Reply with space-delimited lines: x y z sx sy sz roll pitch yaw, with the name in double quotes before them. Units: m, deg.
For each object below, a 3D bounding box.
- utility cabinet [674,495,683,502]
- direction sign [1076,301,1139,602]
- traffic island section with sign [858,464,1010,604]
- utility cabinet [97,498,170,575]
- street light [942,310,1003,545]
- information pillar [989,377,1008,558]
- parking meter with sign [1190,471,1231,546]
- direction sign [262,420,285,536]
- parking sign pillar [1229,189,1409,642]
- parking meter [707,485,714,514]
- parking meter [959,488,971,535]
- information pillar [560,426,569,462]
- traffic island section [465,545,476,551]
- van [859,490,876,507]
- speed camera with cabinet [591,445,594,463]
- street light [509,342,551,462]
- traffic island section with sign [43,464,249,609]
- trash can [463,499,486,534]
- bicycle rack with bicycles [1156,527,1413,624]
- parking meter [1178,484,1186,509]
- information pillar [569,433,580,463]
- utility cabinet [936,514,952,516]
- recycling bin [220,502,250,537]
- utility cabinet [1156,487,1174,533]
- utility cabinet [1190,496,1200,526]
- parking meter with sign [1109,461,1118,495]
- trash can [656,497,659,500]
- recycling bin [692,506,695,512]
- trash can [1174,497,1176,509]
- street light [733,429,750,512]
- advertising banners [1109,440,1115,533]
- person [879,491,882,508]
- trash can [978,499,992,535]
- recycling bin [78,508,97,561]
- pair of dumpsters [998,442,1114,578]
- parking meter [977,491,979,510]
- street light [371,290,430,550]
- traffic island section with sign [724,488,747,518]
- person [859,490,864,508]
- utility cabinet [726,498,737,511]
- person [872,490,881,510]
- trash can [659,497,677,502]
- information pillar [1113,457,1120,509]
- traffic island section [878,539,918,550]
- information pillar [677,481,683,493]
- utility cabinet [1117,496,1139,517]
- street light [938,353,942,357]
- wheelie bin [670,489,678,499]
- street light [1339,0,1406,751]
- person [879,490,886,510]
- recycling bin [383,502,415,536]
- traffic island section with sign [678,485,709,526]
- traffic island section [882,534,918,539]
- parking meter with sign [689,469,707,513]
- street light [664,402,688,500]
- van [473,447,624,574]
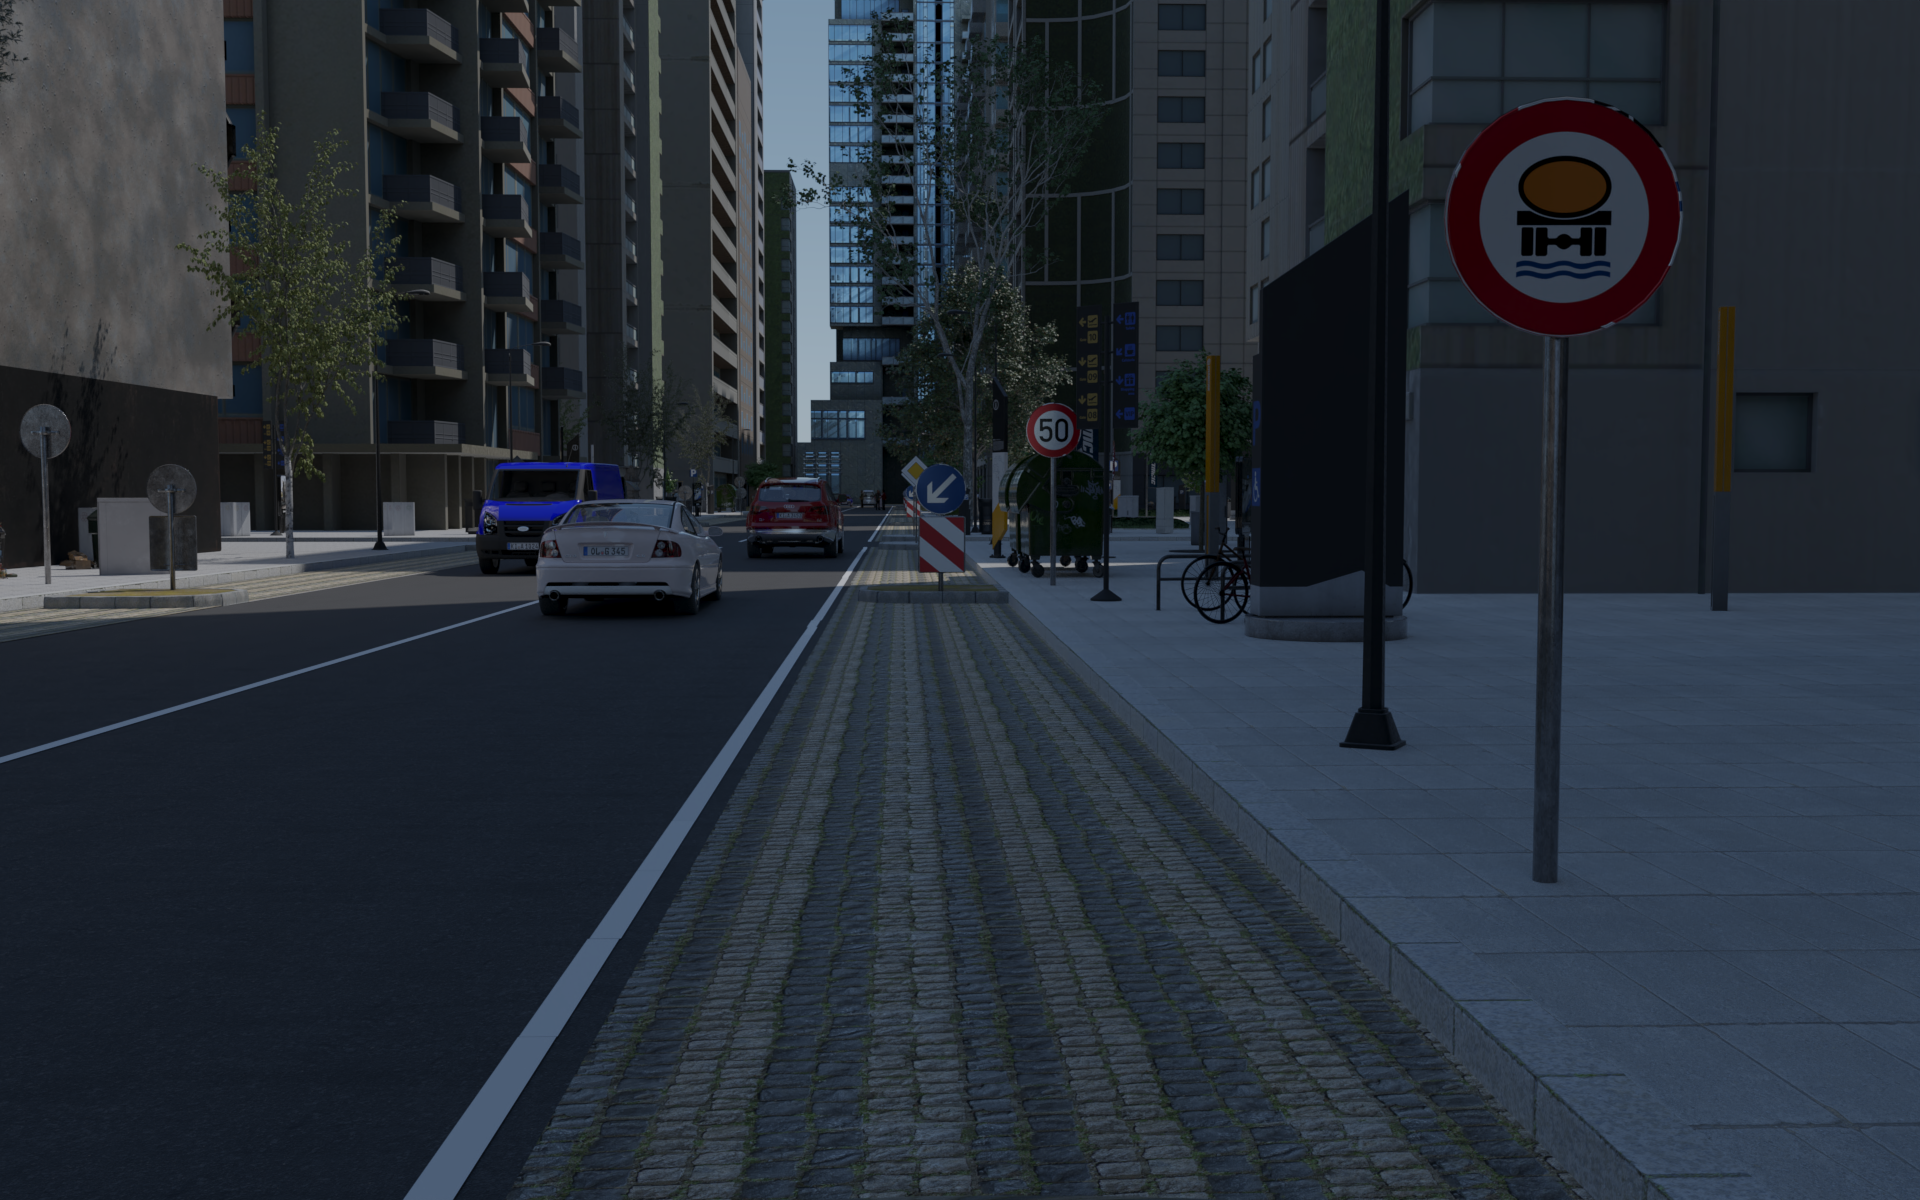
"utility cabinet" -15.625 -5.246 96.931 0.306 1.237 1.020 1 4 18
"direction sign" 1.757 -1.757 20.731 0.876 3.537 0.379 3 5 40
"traffic island section with sign" -0.379 -0.907 23.454 1.989 1.847 2.006 0 4 -2
"utility cabinet" -13.149 -1.004 27.580 1.020 1.237 0.306 -2 4 -24
"street light" 0.365 -4.359 43.819 1.470 5.913 1.316 0 4 -2
"information pillar" 0.792 -2.641 34.541 0.183 3.616 0.504 -2 4 -29
"parking meter with sign" 6.386 -2.903 43.726 0.543 3.016 1.738 2 4 33
"direction sign" -21.118 -3.755 53.387 0.876 3.537 0.379 1 4 23
"parking sign pillar" 3.306 -1.657 15.564 1.447 3.967 1.447 0 4 -2
"parking meter" -15.921 -6.414 110.581 0.255 1.863 0.399 3 5 39
"parking meter" 0.144 -2.788 53.998 0.372 1.533 0.369 0 3 0
"information pillar" -13.814 -4.208 60.150 0.183 3.616 0.504 -1 4 -17
"traffic island section" -11.510 -1.391 45.029 2.009 0.180 2.903 0 4 -2
"van" -9.818 -10.967 186.319 2.013 2.044 4.112 0 4 -2
"speed camera with cabinet" -14.414 -4.564 68.955 0.660 3.252 2.038 -1 4 -14
"street light" -13.192 -4.922 53.009 1.470 5.913 1.316 0 4 -2
"traffic island section with sign" -10.412 -0.845 22.438 1.989 1.847 2.006 0 4 -2
"trash can" -15.468 -2.665 55.231 0.748 1.137 0.748 0 3 0
"bicycle rack with bicycles" 3.448 -0.304 18.354 2.925 0.926 2.852 -1 4 -14
"parking meter" 12.665 -5.697 98.862 0.399 1.863 0.255 1 4 19
"information pillar" -14.859 -4.605 66.646 0.504 3.616 0.183 0 4 -6
"utility cabinet" -0.923 -5.607 102.836 1.020 1.237 0.306 2 4 25
"recycling bin" -22.089 -2.449 52.600 0.722 1.027 0.722 2 4 24
"utility cabinet" 6.624 -2.899 56.074 0.318 1.500 1.173 1 4 20
"utility cabinet" 9.764 -3.659 70.991 0.306 1.237 1.020 2 4 32
"parking meter with sign" 7.659 -5.804 91.148 0.543 3.016 1.738 -1 4 -23
"trash can" -17.478 -5.486 101.349 0.748 1.137 0.748 0 3 0
"recycling bin" -18.422 -6.693 121.984 0.722 1.027 0.722 -1 4 -22
"trash can" 12.408 -5.528 102.034 0.748 1.137 0.748 0 3 0
"street light" -15.604 -9.221 123.309 1.470 5.913 1.316 0 4 -2
"advertising banners" 4.968 -3.723 57.057 0.090 3.025 2.074 0 4 -1
"person" -8.100 -10.102 174.340 0.551 1.740 0.621 -1 4 -21
"trash can" 0.901 -2.647 54.932 0.748 1.137 0.748 0 3 0
"recycling bin" -15.766 -1.192 32.051 0.722 1.027 0.722 1 4 16
"pair of dumpsters" 1.534 -1.589 28.467 1.574 2.255 4.437 0 4 -2
"parking meter" 0.931 -5.692 101.475 0.372 1.533 0.369 0 3 0
"street light" -12.749 -4.096 39.516 1.470 5.913 1.316 0 4 -2
"traffic island section with sign" -13.229 -5.893 104.982 1.989 1.847 2.006 0 4 -2
"person" -10.209 -10.476 179.877 0.705 1.812 1.348 1 4 10
"utility cabinet" -16.765 -7.257 127.333 0.318 1.500 1.173 1 4 22
"person" -7.298 -8.915 154.390 1.348 1.807 0.705 -2 4 -29
"trash can" -15.166 -4.838 90.752 0.748 1.137 0.748 0 3 0
"information pillar" 9.341 -6.866 103.607 0.504 3.616 0.183 -1 4 -11
"traffic island section" -1.124 -1.413 45.376 2.009 0.180 2.903 0 4 -2
"information pillar" -16.196 -5.864 100.370 0.304 2.012 0.304 0 4 1
"utility cabinet" 6.546 -3.449 67.555 0.306 1.237 1.020 -2 4 -30
"street light" -0.033 -5.176 57.171 1.470 5.913 1.316 0 4 -2
"wheelie bin" -19.124 -6.662 116.834 0.980 1.594 0.693 3 5 42
"street light" 1.563 -2.208 8.640 1.470 5.913 1.316 0 4 -2
"person" -6.725 -8.740 151.357 0.705 1.831 1.348 2 4 24
"recycling bin" -17.311 -2.501 53.443 0.722 1.027 0.722 -3 5 -43
"traffic island section with sign" -12.299 -4.219 77.609 1.989 1.847 2.006 0 4 -2
"traffic island section" -1.396 -1.901 53.356 2.009 0.180 2.903 0 4 -2
"parking meter with sign" -18.082 -7.566 119.968 0.543 3.016 1.738 -3 4 -36
"street light" -14.453 -7.055 87.886 1.470 5.913 1.316 0 4 -2
"van" -7.699 -1.744 32.892 2.240 2.365 5.245 0 4 -1
